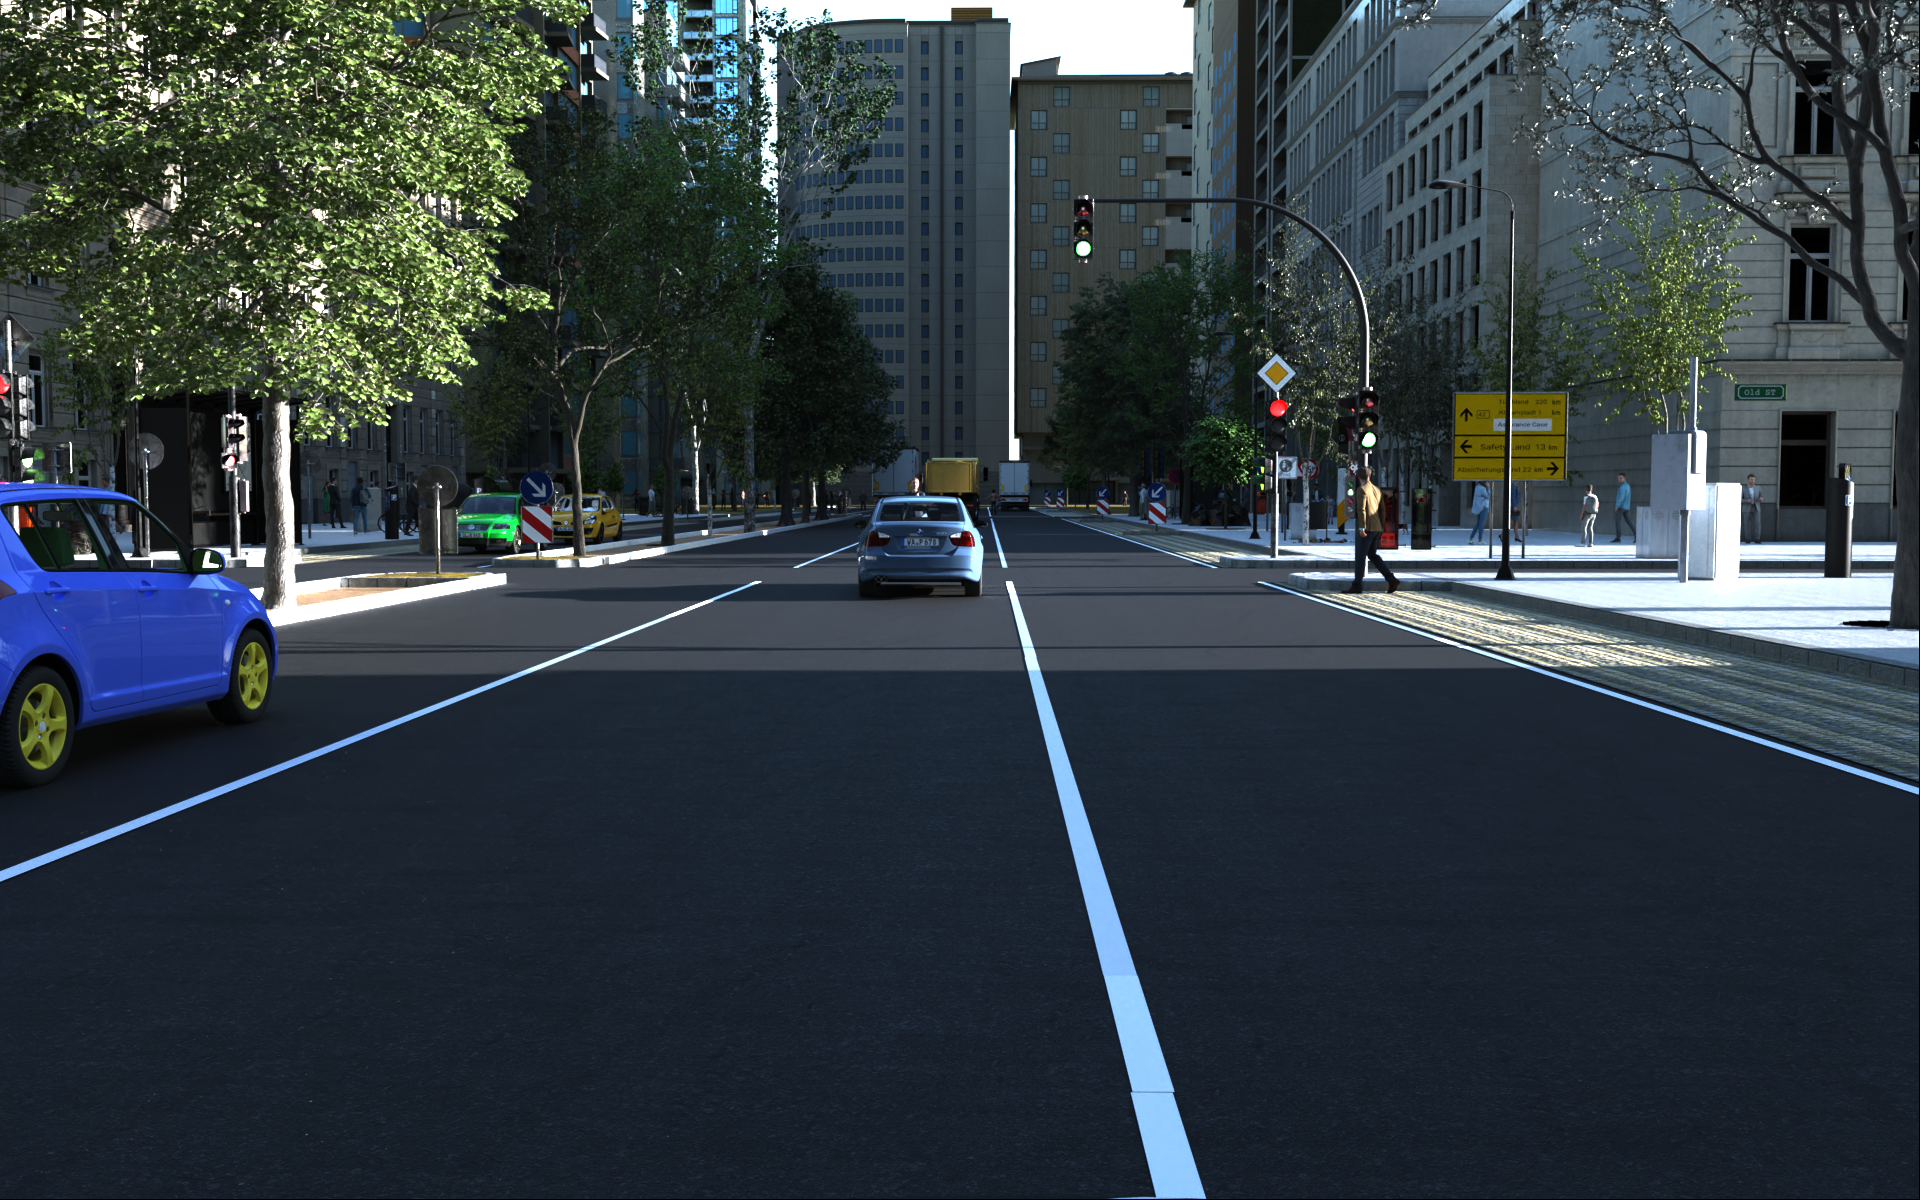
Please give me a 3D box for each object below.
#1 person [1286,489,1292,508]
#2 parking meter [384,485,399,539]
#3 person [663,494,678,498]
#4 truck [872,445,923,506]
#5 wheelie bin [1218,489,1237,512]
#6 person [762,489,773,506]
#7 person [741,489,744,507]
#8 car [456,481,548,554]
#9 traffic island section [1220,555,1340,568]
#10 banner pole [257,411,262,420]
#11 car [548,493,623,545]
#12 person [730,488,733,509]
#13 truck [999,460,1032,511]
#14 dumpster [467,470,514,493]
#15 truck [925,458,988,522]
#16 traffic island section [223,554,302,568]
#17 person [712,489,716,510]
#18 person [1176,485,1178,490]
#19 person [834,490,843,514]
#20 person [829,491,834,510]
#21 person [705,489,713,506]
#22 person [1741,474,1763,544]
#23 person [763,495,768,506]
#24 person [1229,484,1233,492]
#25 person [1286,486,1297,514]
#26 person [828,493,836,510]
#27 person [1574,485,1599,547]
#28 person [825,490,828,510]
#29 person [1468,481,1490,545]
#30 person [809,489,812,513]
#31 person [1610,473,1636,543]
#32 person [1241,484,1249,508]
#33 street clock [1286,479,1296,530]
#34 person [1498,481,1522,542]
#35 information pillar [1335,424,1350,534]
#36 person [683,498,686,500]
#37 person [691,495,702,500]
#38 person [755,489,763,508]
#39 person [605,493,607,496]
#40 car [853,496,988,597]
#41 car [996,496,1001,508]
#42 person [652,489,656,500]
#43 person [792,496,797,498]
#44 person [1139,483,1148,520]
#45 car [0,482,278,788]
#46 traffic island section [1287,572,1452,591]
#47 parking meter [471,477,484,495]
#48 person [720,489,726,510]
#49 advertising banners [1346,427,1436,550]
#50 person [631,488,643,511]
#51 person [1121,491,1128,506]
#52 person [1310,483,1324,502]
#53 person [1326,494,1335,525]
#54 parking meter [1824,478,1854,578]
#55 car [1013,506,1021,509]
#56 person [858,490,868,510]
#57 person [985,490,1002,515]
[{"bbox_3d":[17.141,-5.171,90.444,0.638,1.841,0.748,-2,4,-31],"label":"person"},{"bbox_3d":[-16.123,-2.490,49.126,0.372,1.533,0.369,0,3,0],"label":"parking meter"},{"bbox_3d":[-23.057,-8.048,137.619,1.348,1.826,0.705,0,4,0],"label":"person"},{"bbox_3d":[-3.795,-7.102,105.038,2.839,4.237,11.283,0,4,0],"label":"truck"},{"bbox_3d":[11.587,-4.112,75.147,0.693,1.594,0.980,1,4,22],"label":"wheelie bin"},{"bbox_3d":[-20.241,-10.764,182.163,1.348,1.807,0.705,0,4,2],"label":"person"},{"bbox_3d":[-21.762,-10.160,172.683,0.750,1.759,0.617,3,5,43],"label":"person"},{"bbox_3d":[-11.405,-2.068,42.614,1.959,1.807,4.718,0,4,0],"label":"car"},{"bbox_3d":[6.337,-0.767,34.823,2.009,0.180,2.903,0,4,1],"label":"traffic island section"},{"bbox_3d":[-19.968,-3.700,50.511,0.401,3.779,0.863,3,5,39],"label":"banner pole"},{"bbox_3d":[-10.988,-2.453,50.327,2.015,1.641,3.980,0,4,1],"label":"car"},{"bbox_3d":[-20.042,-8.923,151.950,0.705,1.821,1.348,-1,4,-13],"label":"person"},{"bbox_3d":[4.729,-9.726,147.938,2.839,4.237,11.283,0,4,3],"label":"truck"},{"bbox_3d":[-18.823,-4.081,69.220,1.502,2.255,1.985,0,4,1],"label":"dumpster"},{"bbox_3d":[-0.309,-5.846,91.502,3.469,3.379,9.791,0,4,2],"label":"truck"},{"bbox_3d":[-14.702,-0.785,35.121,2.009,0.180,2.903,0,4,1],"label":"traffic island section"},{"bbox_3d":[-20.234,-8.254,141.721,0.721,1.736,1.217,1,4,10],"label":"person"},{"bbox_3d":[12.582,-5.779,100.873,0.623,1.781,0.721,-2,4,-32],"label":"person"},{"bbox_3d":[-8.645,-6.941,122.788,0.742,1.727,0.445,1,4,9],"label":"person"},{"bbox_3d":[-11.173,-8.727,152.017,0.721,1.723,1.217,0,4,3],"label":"person"},{"bbox_3d":[-26.021,-10.692,180.801,1.348,1.831,0.705,2,4,33],"label":"person"},{"bbox_3d":[20.547,-2.367,44.936,0.606,1.804,0.583,0,4,7],"label":"person"},{"bbox_3d":[-21.697,-11.083,192.945,0.421,1.427,0.697,2,4,27],"label":"person"},{"bbox_3d":[14.271,-5.269,92.150,0.622,1.834,0.822,-2,4,-25],"label":"person"},{"bbox_3d":[18.896,-5.661,98.561,0.822,1.834,0.622,-1,4,-9],"label":"person"},{"bbox_3d":[-11.586,-9.060,157.346,0.721,1.735,1.217,2,4,33],"label":"person"},{"bbox_3d":[15.200,-2.037,41.946,0.523,1.515,0.503,2,4,35],"label":"person"},{"bbox_3d":[-12.392,-9.210,159.226,0.705,1.807,1.348,2,4,24],"label":"person"},{"bbox_3d":[13.148,-2.294,43.818,0.793,1.790,0.793,-3,4,-37],"label":"person"},{"bbox_3d":[-11.330,-7.398,129.588,0.705,1.807,1.348,-2,4,-24],"label":"person"},{"bbox_3d":[17.456,-2.420,45.467,0.638,1.841,0.748,-3,5,-40],"label":"person"},{"bbox_3d":[14.144,-4.903,86.477,0.573,1.790,0.520,1,4,9],"label":"person"},{"bbox_3d":[11.878,-3.530,62.288,0.358,2.002,0.471,-1,4,-14],"label":"street clock"},{"bbox_3d":[14.711,-2.451,46.146,0.654,1.822,0.581,2,4,32],"label":"person"},{"bbox_3d":[12.203,-3.892,54.992,0.183,3.616,0.504,-3,5,-41],"label":"information pillar"},{"bbox_3d":[-25.473,-9.404,160.581,0.721,1.735,1.217,0,4,-1],"label":"person"},{"bbox_3d":[-21.396,-8.147,138.875,1.348,1.869,0.705,-1,4,-13],"label":"person"},{"bbox_3d":[-18.453,-9.310,158.793,0.750,1.759,0.617,-3,4,-39],"label":"person"},{"bbox_3d":[-30.982,-8.759,150.033,0.721,1.735,1.217,2,4,31],"label":"person"},{"bbox_3d":[-0.581,-0.824,25.479,2.014,1.417,4.499,0,4,-1],"label":"car"},{"bbox_3d":[4.554,-10.071,176.655,2.014,1.417,4.499,0,4,0],"label":"car"},{"bbox_3d":[-26.924,-8.871,152.004,0.541,1.710,0.530,0,4,-8],"label":"person"},{"bbox_3d":[-17.794,-10.816,186.140,1.065,1.426,0.557,3,5,41],"label":"person"},{"bbox_3d":[8.953,-4.759,84.079,0.478,1.798,0.641,-3,4,-36],"label":"person"},{"bbox_3d":[-5.281,-0.011,9.764,1.945,1.707,3.694,0,4,1],"label":"car"},{"bbox_3d":[6.225,-0.279,26.839,2.009,0.180,2.903,0,4,1],"label":"traffic island section"},{"bbox_3d":[-16.947,-3.371,60.829,0.399,1.863,0.255,-3,5,-40],"label":"parking meter"},{"bbox_3d":[-18.634,-7.857,135.971,0.593,1.643,0.415,1,4,15],"label":"person"},{"bbox_3d":[9.918,-2.677,39.963,2.074,3.025,0.090,1,4,9],"label":"advertising banners"},{"bbox_3d":[-25.044,-7.807,134.412,1.217,1.743,0.721,1,4,20],"label":"person"},{"bbox_3d":[18.036,-11.052,189.759,0.434,1.755,0.990,-3,5,-41],"label":"person"},{"bbox_3d":[16.592,-4.532,80.488,0.623,1.781,0.721,0,4,6],"label":"person"},{"bbox_3d":[15.609,-3.834,73.005,0.425,1.301,0.394,0,4,-4],"label":"person"},{"bbox_3d":[13.519,-1.114,26.632,0.372,1.533,0.369,0,3,0],"label":"parking meter"},{"bbox_3d":[5.033,-9.234,160.768,2.009,1.686,4.222,0,4,0],"label":"car"},{"bbox_3d":[-8.555,-8.807,153.053,0.990,1.755,0.434,2,4,28],"label":"person"},{"bbox_3d":[2.286,-6.696,118.693,1.217,1.736,0.721,-1,4,-10],"label":"person"}]
